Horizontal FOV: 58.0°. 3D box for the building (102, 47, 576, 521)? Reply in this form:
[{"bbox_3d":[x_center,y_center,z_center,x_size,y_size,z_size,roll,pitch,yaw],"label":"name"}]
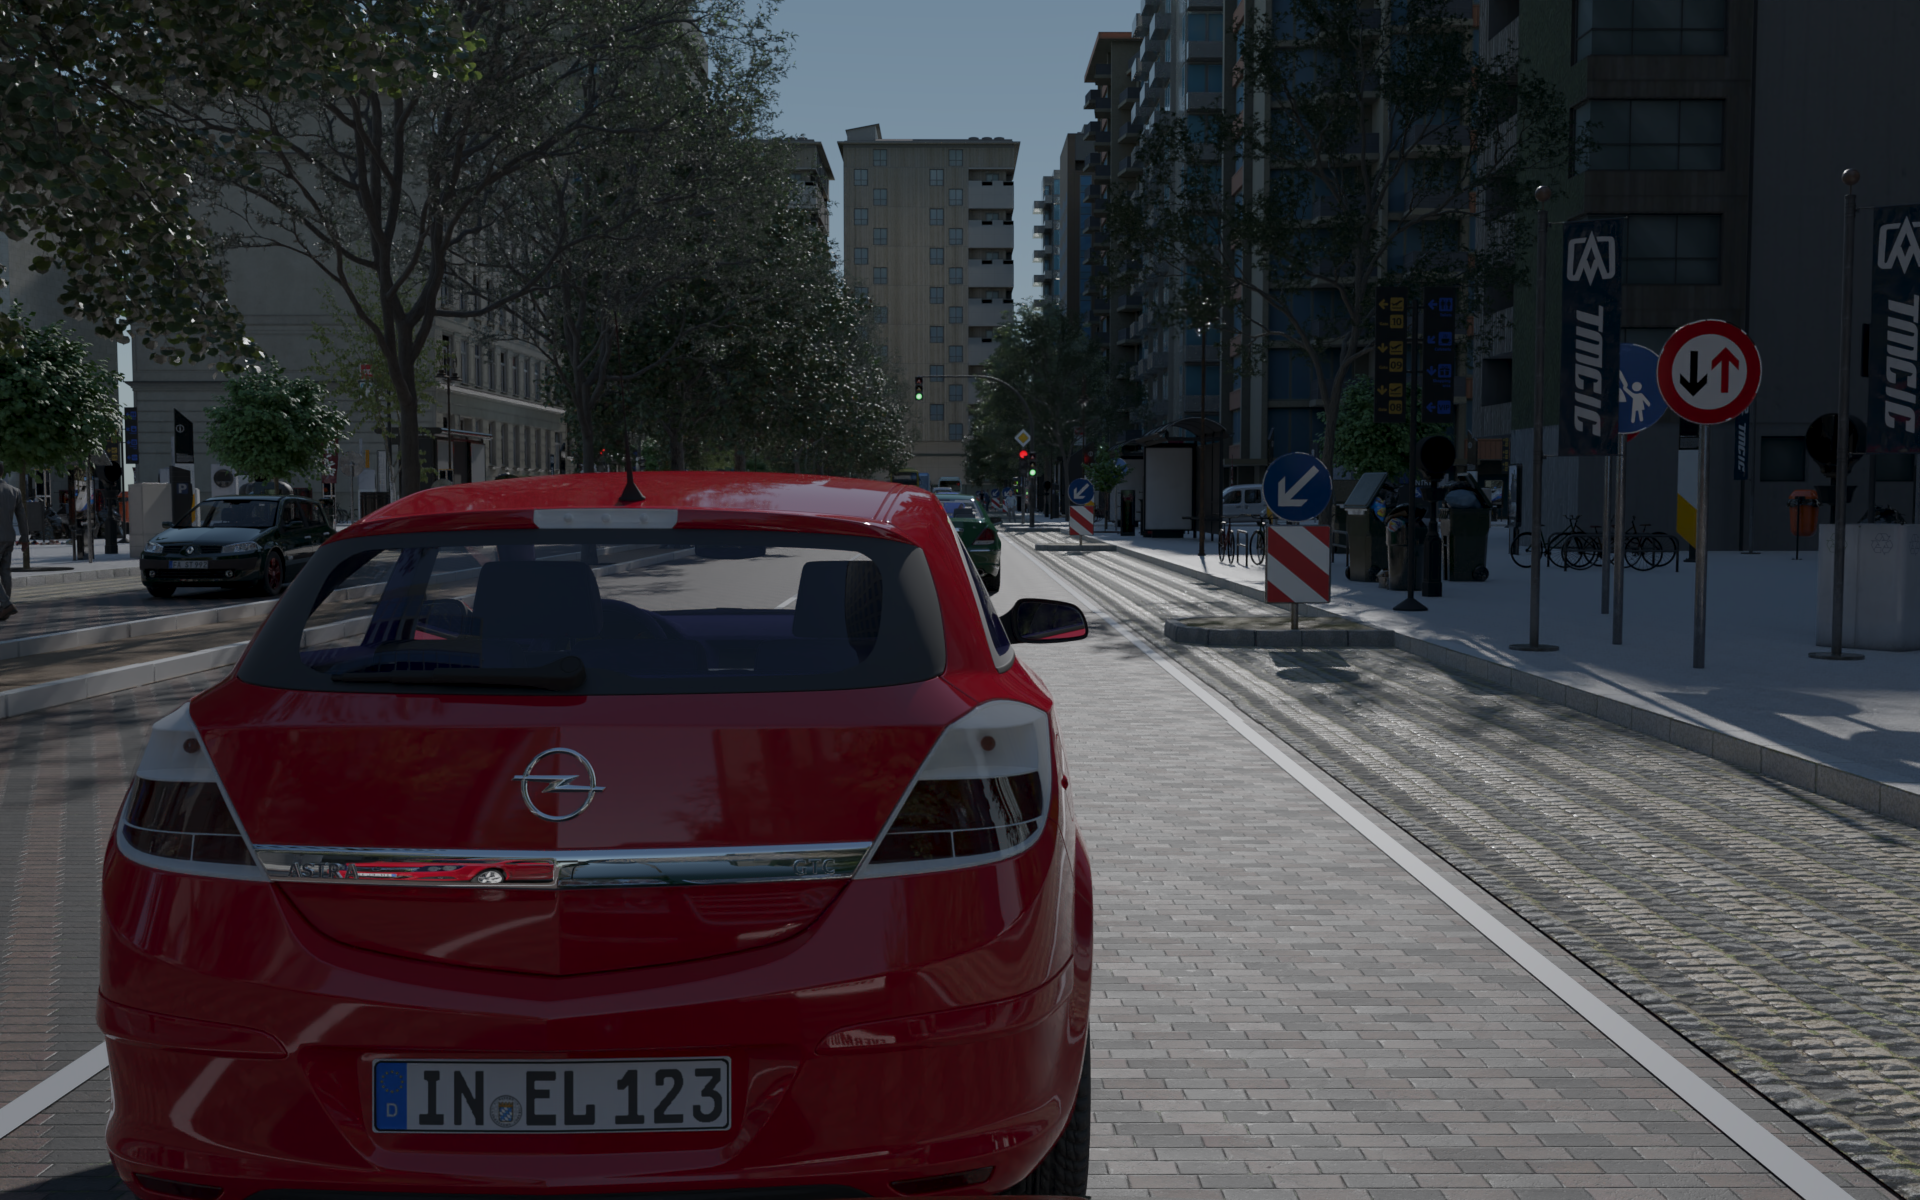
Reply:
[{"bbox_3d":[-32.456,-16.120,96.849,16.112,22.955,30.059,0,4,0],"label":"building"}]

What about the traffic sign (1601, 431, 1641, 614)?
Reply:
[{"bbox_3d":[6.910,-1.123,18.474,0.768,2.556,0.104,0,4,6],"label":"traffic sign"}]

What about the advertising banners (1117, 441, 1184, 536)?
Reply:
[{"bbox_3d":[5.847,-3.472,52.959,2.074,3.025,0.090,0,4,-8],"label":"advertising banners"}]

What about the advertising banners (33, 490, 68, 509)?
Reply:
[{"bbox_3d":[-32.860,-4.123,63.604,2.074,3.025,0.090,-2,4,-32],"label":"advertising banners"}]

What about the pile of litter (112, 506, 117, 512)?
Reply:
[{"bbox_3d":[-32.394,-3.180,65.951,1.176,0.858,1.719,3,5,44],"label":"pile of litter"}]

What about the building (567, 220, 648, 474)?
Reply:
[{"bbox_3d":[-31.378,-19.034,130.295,14.460,24.649,34.723,0,4,0],"label":"building"}]

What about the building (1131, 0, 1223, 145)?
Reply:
[{"bbox_3d":[25.131,-31.460,133.978,23.786,49.044,30.456,0,4,0],"label":"building"}]

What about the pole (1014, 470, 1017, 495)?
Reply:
[{"bbox_3d":[4.693,-9.294,145.803,0.158,3.312,0.155,0,3,0],"label":"pole"}]

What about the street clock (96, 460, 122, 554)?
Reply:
[{"bbox_3d":[-18.198,-1.989,37.087,0.358,2.002,0.471,1,4,22],"label":"street clock"}]

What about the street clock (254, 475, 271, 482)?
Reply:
[{"bbox_3d":[-19.613,-2.705,48.800,0.471,2.002,0.358,-1,4,-13],"label":"street clock"}]

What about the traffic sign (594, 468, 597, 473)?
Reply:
[{"bbox_3d":[-16.360,-4.715,77.089,0.884,2.594,0.081,0,4,0],"label":"traffic sign"}]

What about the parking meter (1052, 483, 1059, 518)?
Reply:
[{"bbox_3d":[5.061,-5.253,91.599,0.255,1.863,0.399,-2,4,-25],"label":"parking meter"}]

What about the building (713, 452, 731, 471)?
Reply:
[{"bbox_3d":[-31.477,-30.233,177.904,14.154,41.232,14.086,0,4,0],"label":"building"}]

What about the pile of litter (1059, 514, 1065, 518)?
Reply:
[{"bbox_3d":[6.022,-4.897,94.033,1.176,0.858,1.719,-2,4,-26],"label":"pile of litter"}]

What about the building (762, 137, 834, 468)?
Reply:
[{"bbox_3d":[-30.797,-40.699,254.666,27.495,52.752,28.713,0,4,0],"label":"building"}]

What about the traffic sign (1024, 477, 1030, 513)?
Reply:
[{"bbox_3d":[4.727,-7.350,120.279,0.768,2.556,0.104,0,3,0],"label":"traffic sign"}]

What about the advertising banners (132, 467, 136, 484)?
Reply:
[{"bbox_3d":[-53.209,-7.130,112.759,0.090,3.025,2.074,1,4,10],"label":"advertising banners"}]

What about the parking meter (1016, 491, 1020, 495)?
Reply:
[{"bbox_3d":[4.553,-7.821,136.283,0.372,1.533,0.369,0,3,0],"label":"parking meter"}]

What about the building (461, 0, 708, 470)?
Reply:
[{"bbox_3d":[-35.191,-32.792,159.851,21.300,48.544,21.600,0,4,0],"label":"building"}]

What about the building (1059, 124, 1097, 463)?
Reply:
[{"bbox_3d":[19.405,-34.265,210.347,14.600,45.320,14.200,0,4,0],"label":"building"}]

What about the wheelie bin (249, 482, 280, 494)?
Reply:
[{"bbox_3d":[-18.144,-2.287,45.292,0.980,1.594,0.693,-1,4,-22],"label":"wheelie bin"}]

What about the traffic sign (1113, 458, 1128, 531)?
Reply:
[{"bbox_3d":[5.480,-3.704,60.673,0.768,2.556,0.104,0,4,5],"label":"traffic sign"}]

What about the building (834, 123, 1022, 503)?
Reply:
[{"bbox_3d":[-3.301,-40.693,254.561,27.495,52.752,28.713,0,4,0],"label":"building"}]

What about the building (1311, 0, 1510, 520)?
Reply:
[{"bbox_3d":[27.243,-26.861,93.796,28.867,44.769,22.147,0,4,0],"label":"building"}]

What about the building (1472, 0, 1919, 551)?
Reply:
[{"bbox_3d":[20.884,-16.715,44.992,14.160,30.474,14.107,0,4,0],"label":"building"}]

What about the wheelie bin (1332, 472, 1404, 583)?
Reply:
[{"bbox_3d":[6.072,-1.071,25.426,0.693,1.594,0.980,-1,4,-19],"label":"wheelie bin"}]

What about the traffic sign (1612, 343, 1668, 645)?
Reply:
[{"bbox_3d":[5.609,-0.893,14.701,0.768,2.556,0.104,1,4,9],"label":"traffic sign"}]

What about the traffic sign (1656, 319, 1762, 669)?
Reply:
[{"bbox_3d":[5.448,-0.770,12.694,0.768,2.556,0.104,0,4,0],"label":"traffic sign"}]

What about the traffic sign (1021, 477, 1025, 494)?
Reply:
[{"bbox_3d":[4.611,-7.622,124.729,0.768,2.556,0.104,0,4,3],"label":"traffic sign"}]

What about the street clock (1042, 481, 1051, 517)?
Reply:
[{"bbox_3d":[4.768,-5.542,95.174,0.471,2.002,0.358,-1,4,-22],"label":"street clock"}]

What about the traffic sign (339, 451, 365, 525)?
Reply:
[{"bbox_3d":[-17.930,-3.117,51.069,0.768,2.556,0.104,0,4,2],"label":"traffic sign"}]

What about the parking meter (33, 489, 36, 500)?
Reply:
[{"bbox_3d":[-42.773,-4.374,79.920,0.372,1.533,0.369,0,3,0],"label":"parking meter"}]

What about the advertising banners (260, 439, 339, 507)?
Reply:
[{"bbox_3d":[-16.644,-2.911,43.776,2.074,3.025,0.090,0,4,1],"label":"advertising banners"}]

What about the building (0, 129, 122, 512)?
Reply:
[{"bbox_3d":[-52.923,-14.161,86.286,16.860,20.320,10.420,0,4,0],"label":"building"}]

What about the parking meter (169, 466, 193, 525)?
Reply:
[{"bbox_3d":[-16.157,-1.850,35.954,0.399,1.863,0.255,-3,5,-41],"label":"parking meter"}]

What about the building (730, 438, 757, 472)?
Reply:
[{"bbox_3d":[-39.148,-21.996,204.672,28.899,21.520,27.650,0,4,0],"label":"building"}]

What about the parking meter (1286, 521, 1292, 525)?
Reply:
[{"bbox_3d":[10.255,-2.752,53.412,0.372,1.533,0.369,0,3,0],"label":"parking meter"}]

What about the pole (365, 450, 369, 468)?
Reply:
[{"bbox_3d":[-27.354,-5.269,79.984,0.158,3.312,0.155,0,3,0],"label":"pole"}]

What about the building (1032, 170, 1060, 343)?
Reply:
[{"bbox_3d":[25.733,-38.696,252.285,30.456,49.044,23.786,0,4,0],"label":"building"}]

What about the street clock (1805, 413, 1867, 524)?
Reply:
[{"bbox_3d":[7.854,-0.672,15.558,0.358,2.002,0.471,-3,5,-41],"label":"street clock"}]

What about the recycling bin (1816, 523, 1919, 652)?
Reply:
[{"bbox_3d":[7.702,-0.120,14.508,0.722,1.027,0.722,-3,4,-36],"label":"recycling bin"}]

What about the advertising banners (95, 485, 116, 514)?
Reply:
[{"bbox_3d":[-27.766,-3.647,55.809,0.090,3.025,2.074,0,4,8],"label":"advertising banners"}]

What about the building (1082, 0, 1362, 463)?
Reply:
[{"bbox_3d":[23.135,-31.174,164.318,22.147,44.769,28.867,0,4,0],"label":"building"}]

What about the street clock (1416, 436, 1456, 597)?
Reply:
[{"bbox_3d":[5.898,-1.040,21.582,0.471,2.002,0.358,-1,4,-9],"label":"street clock"}]

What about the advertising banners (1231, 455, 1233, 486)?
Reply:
[{"bbox_3d":[12.231,-4.977,77.562,0.090,3.025,2.074,1,4,13],"label":"advertising banners"}]

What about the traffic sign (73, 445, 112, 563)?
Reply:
[{"bbox_3d":[-16.135,-1.961,32.065,0.884,2.594,0.081,0,4,1],"label":"traffic sign"}]
